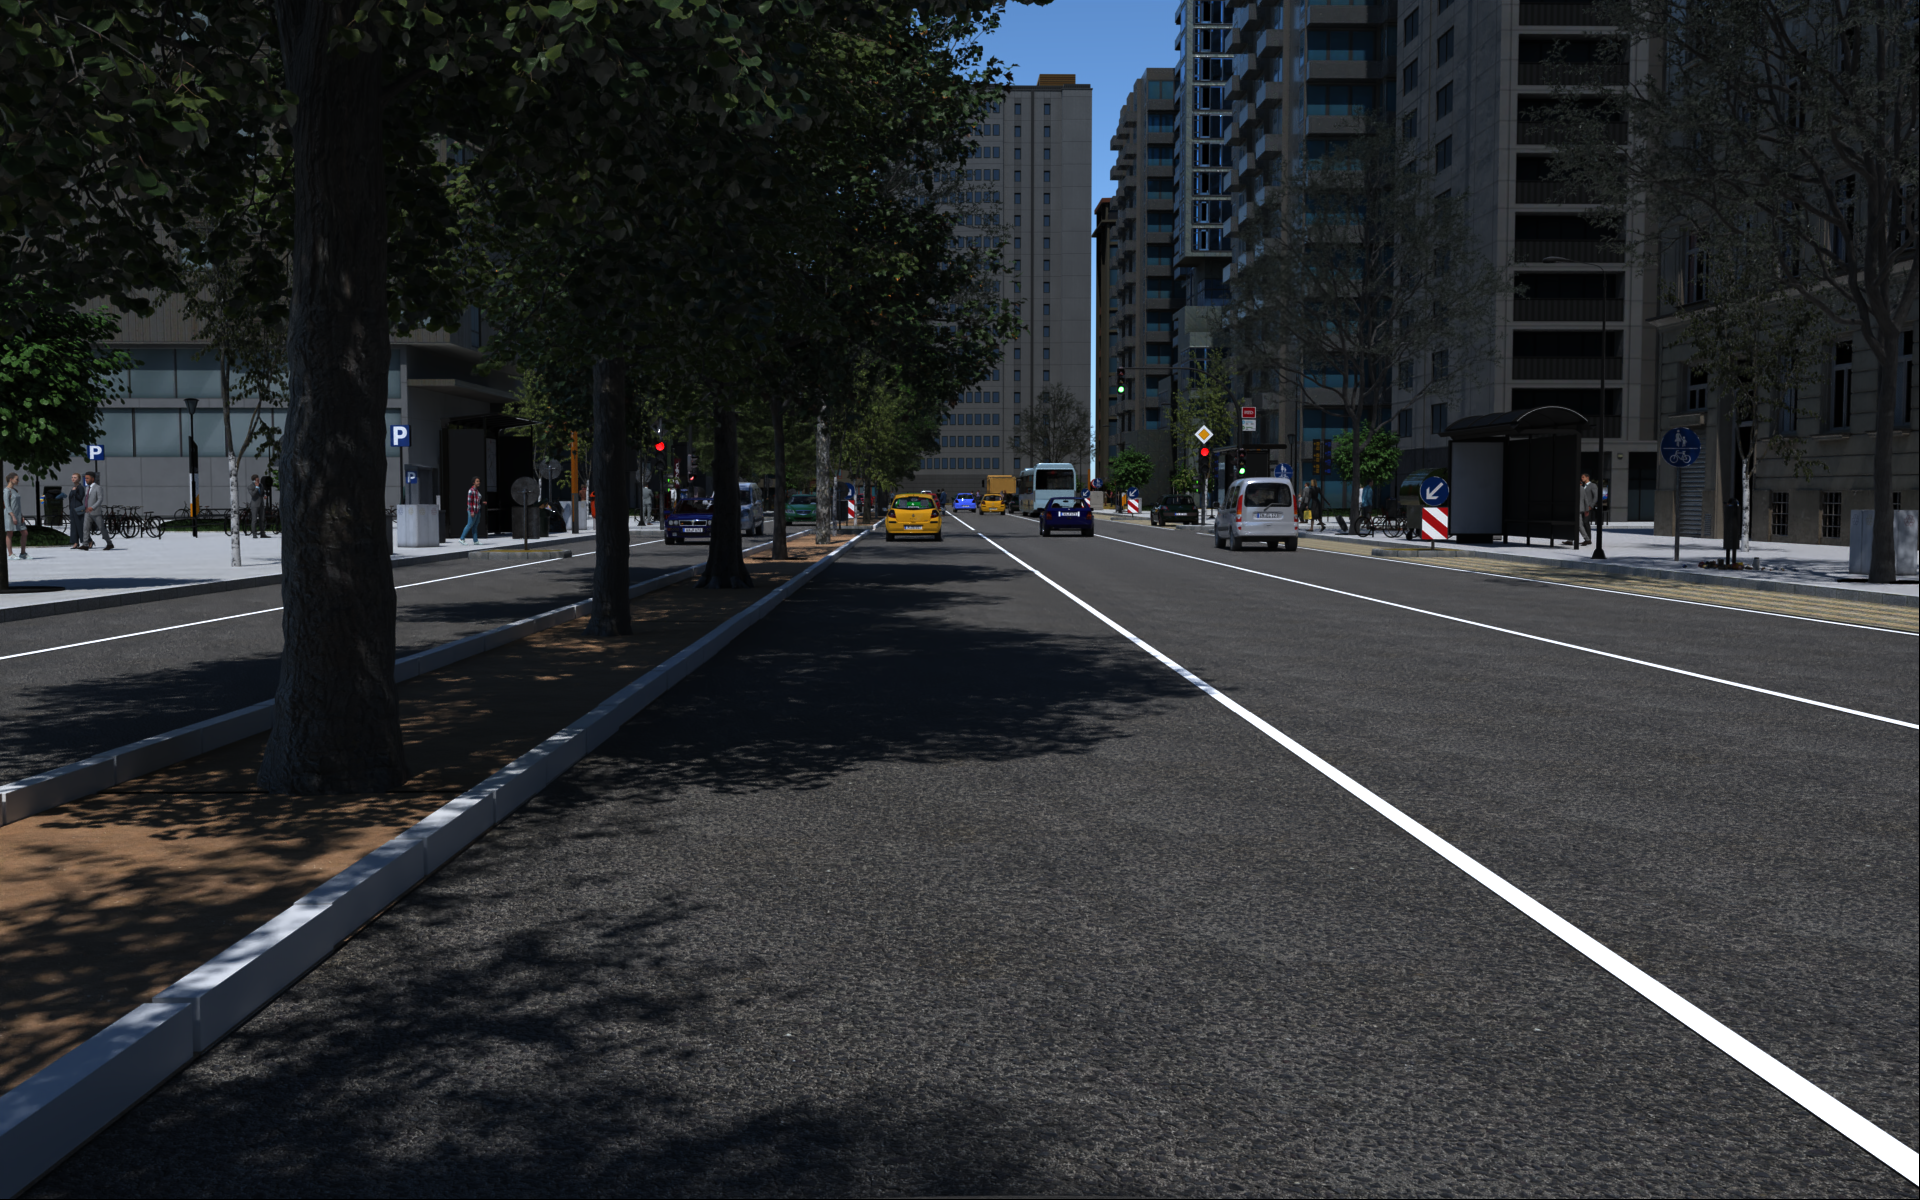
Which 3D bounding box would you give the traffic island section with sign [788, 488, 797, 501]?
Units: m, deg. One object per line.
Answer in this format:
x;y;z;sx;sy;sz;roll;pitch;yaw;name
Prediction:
-11.698;-6.898;121.409;1.989;1.847;2.006;0;4;-1;traffic island section with sign

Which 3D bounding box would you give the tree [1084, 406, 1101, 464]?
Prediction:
10.098;-16.958;187.634;12.009;13.543;11.850;0;3;0;tree

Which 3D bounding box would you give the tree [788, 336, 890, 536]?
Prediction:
-4.275;-6.484;58.834;4.360;8.622;3.978;0;3;0;tree

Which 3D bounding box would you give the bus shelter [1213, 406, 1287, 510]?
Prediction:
12.539;-6.061;76.733;2.179;5.291;8.768;0;4;-1;bus shelter

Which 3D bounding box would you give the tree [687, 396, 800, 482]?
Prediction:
-14.736;-11.122;116.253;8.767;10.594;7.601;0;4;6;tree

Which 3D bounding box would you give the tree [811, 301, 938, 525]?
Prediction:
-4.295;-9.349;81.074;9.928;11.665;9.643;0;3;0;tree

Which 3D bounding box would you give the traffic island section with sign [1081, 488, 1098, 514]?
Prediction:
8.709;-6.965;122.507;1.989;1.847;2.006;0;4;-1;traffic island section with sign

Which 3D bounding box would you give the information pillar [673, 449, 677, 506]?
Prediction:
-14.774;-6.011;89.639;0.183;3.616;0.504;0;4;2;information pillar

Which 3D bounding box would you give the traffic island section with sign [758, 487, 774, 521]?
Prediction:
-11.080;-5.250;94.461;1.989;1.847;2.006;0;4;-1;traffic island section with sign

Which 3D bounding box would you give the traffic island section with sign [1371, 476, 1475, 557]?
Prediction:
10.579;-1.910;39.849;1.989;1.847;2.006;0;4;-1;traffic island section with sign

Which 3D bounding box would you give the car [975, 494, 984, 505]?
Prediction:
2.966;-12.874;220.279;2.009;1.686;4.222;0;3;0;car

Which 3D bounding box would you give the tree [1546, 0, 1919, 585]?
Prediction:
13.315;-6.995;24.739;12.009;13.543;11.850;0;3;0;tree

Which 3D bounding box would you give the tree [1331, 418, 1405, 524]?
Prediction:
17.642;-5.586;75.038;4.285;4.588;4.351;0;3;0;tree

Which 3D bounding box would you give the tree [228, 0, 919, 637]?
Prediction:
-3.647;-5.931;17.561;7.486;12.596;7.792;0;3;0;tree

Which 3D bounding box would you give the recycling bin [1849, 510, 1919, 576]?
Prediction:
14.698;-0.918;27.568;0.722;1.027;0.722;0;4;-5;recycling bin

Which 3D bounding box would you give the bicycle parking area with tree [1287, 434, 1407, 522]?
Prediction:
18.460;-5.887;83.248;8.231;4.147;9.016;0;4;8;bicycle parking area with tree

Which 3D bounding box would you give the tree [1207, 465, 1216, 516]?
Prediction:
14.349;-6.467;100.336;1.663;3.219;1.824;0;3;0;tree

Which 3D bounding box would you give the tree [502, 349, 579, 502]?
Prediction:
-20.256;-8.139;83.427;4.737;8.622;4.395;0;3;0;tree

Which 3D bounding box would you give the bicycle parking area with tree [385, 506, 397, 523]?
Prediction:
-30.087;-5.539;77.564;9.016;4.147;8.231;-2;4;-29;bicycle parking area with tree

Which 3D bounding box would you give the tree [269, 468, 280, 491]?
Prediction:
-27.535;-4.673;71.013;1.663;3.219;1.824;0;3;0;tree

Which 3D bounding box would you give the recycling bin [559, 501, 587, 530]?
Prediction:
-13.761;-2.999;61.595;0.722;1.027;0.722;-3;5;-43;recycling bin

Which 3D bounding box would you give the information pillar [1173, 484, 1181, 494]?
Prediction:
11.678;-5.421;93.128;0.304;2.012;0.304;-3;5;-45;information pillar

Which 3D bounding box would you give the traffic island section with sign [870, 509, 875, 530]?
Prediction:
-4.516;-3.763;69.655;2.006;1.907;1.989;0;4;-1;traffic island section with sign

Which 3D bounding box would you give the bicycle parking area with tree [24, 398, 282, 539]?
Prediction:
-25.532;-4.010;52.563;8.231;4.147;9.016;1;4;22;bicycle parking area with tree

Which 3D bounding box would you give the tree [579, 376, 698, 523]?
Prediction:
-13.532;-7.580;74.290;4.737;8.622;4.395;0;3;0;tree

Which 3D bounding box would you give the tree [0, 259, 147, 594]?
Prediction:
-12.566;-2.391;22.799;4.285;4.588;4.351;0;3;0;tree

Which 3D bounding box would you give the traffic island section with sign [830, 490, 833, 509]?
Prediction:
-12.841;-10.007;172.244;1.989;1.847;2.006;0;4;-1;traffic island section with sign

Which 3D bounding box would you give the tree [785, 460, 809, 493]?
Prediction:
-15.368;-10.815;160.532;4.285;4.588;4.351;0;3;0;tree

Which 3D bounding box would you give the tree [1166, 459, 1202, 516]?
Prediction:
11.807;-5.897;91.017;1.663;3.219;1.824;0;3;0;tree

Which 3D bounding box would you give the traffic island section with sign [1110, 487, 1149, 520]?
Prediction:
9.323;-5.306;95.388;1.989;1.847;2.006;0;4;-1;traffic island section with sign

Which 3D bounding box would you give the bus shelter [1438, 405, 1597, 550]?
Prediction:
13.476;-2.961;42.339;2.014;3.302;5.546;0;4;-1;bus shelter

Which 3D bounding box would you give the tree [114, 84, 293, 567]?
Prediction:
-12.571;-4.895;30.388;4.360;8.622;3.978;0;3;0;tree

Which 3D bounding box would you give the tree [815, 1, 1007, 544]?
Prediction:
-5.121;-11.684;49.379;12.611;20.169;13.585;0;3;0;tree

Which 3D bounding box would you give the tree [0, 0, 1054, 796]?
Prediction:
-3.086;-6.060;8.187;9.857;13.997;8.962;0;3;0;tree

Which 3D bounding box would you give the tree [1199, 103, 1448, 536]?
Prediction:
12.472;-8.776;53.850;12.009;13.543;11.850;0;3;0;tree

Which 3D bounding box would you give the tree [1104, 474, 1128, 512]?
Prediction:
13.065;-9.169;144.508;1.663;3.219;1.824;0;3;0;tree

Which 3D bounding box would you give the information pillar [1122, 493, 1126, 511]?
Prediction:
12.689;-8.774;134.813;0.504;3.616;0.183;1;4;15;information pillar

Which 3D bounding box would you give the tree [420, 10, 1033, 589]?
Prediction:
-3.577;-6.528;26.193;9.611;12.733;9.660;0;3;0;tree

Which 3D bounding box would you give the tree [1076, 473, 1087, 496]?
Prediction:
10.351;-9.765;154.257;1.663;3.219;1.824;0;3;0;tree

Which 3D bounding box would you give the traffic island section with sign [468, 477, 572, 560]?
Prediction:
-9.815;-1.851;38.884;1.989;1.847;2.006;0;4;-1;traffic island section with sign

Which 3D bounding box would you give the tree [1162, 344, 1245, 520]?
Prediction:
12.076;-8.249;85.234;4.737;8.622;4.395;0;3;0;tree

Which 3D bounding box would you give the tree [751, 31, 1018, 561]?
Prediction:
-3.875;-7.598;37.055;12.009;13.543;11.850;0;3;0;tree

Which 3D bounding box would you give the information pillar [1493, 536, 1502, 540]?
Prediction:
14.835;-2.662;48.018;0.304;2.012;0.304;-1;4;-13;information pillar

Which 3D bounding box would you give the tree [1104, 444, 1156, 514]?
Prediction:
11.074;-7.884;112.624;4.285;4.588;4.351;0;3;0;tree

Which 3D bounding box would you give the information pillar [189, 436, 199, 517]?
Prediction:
-30.888;-4.800;69.831;0.183;3.616;0.504;1;4;10;information pillar

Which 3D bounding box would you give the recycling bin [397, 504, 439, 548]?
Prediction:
-13.098;-1.792;41.861;0.722;1.027;0.722;2;4;33;recycling bin

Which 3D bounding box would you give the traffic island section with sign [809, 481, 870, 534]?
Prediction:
-4.358;-3.310;62.250;2.006;1.907;1.989;0;4;-1;traffic island section with sign

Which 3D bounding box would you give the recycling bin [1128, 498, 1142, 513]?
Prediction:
11.928;-6.469;118.324;0.722;1.027;0.722;-3;5;-44;recycling bin

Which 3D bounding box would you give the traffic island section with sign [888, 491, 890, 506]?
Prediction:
-6.228;-8.357;144.774;2.006;1.907;1.989;0;4;-1;traffic island section with sign

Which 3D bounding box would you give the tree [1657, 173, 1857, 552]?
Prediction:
17.353;-5.357;37.953;4.360;8.622;3.978;0;3;0;tree

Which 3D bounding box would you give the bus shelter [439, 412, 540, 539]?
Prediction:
-14.203;-3.768;52.882;1.731;3.624;6.357;0;4;-1;bus shelter

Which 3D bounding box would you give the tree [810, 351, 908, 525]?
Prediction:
-4.430;-7.396;73.743;4.737;8.622;4.395;0;3;0;tree

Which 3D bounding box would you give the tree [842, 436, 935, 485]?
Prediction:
-5.954;-11.755;129.066;8.767;10.594;7.601;0;4;-1;tree
